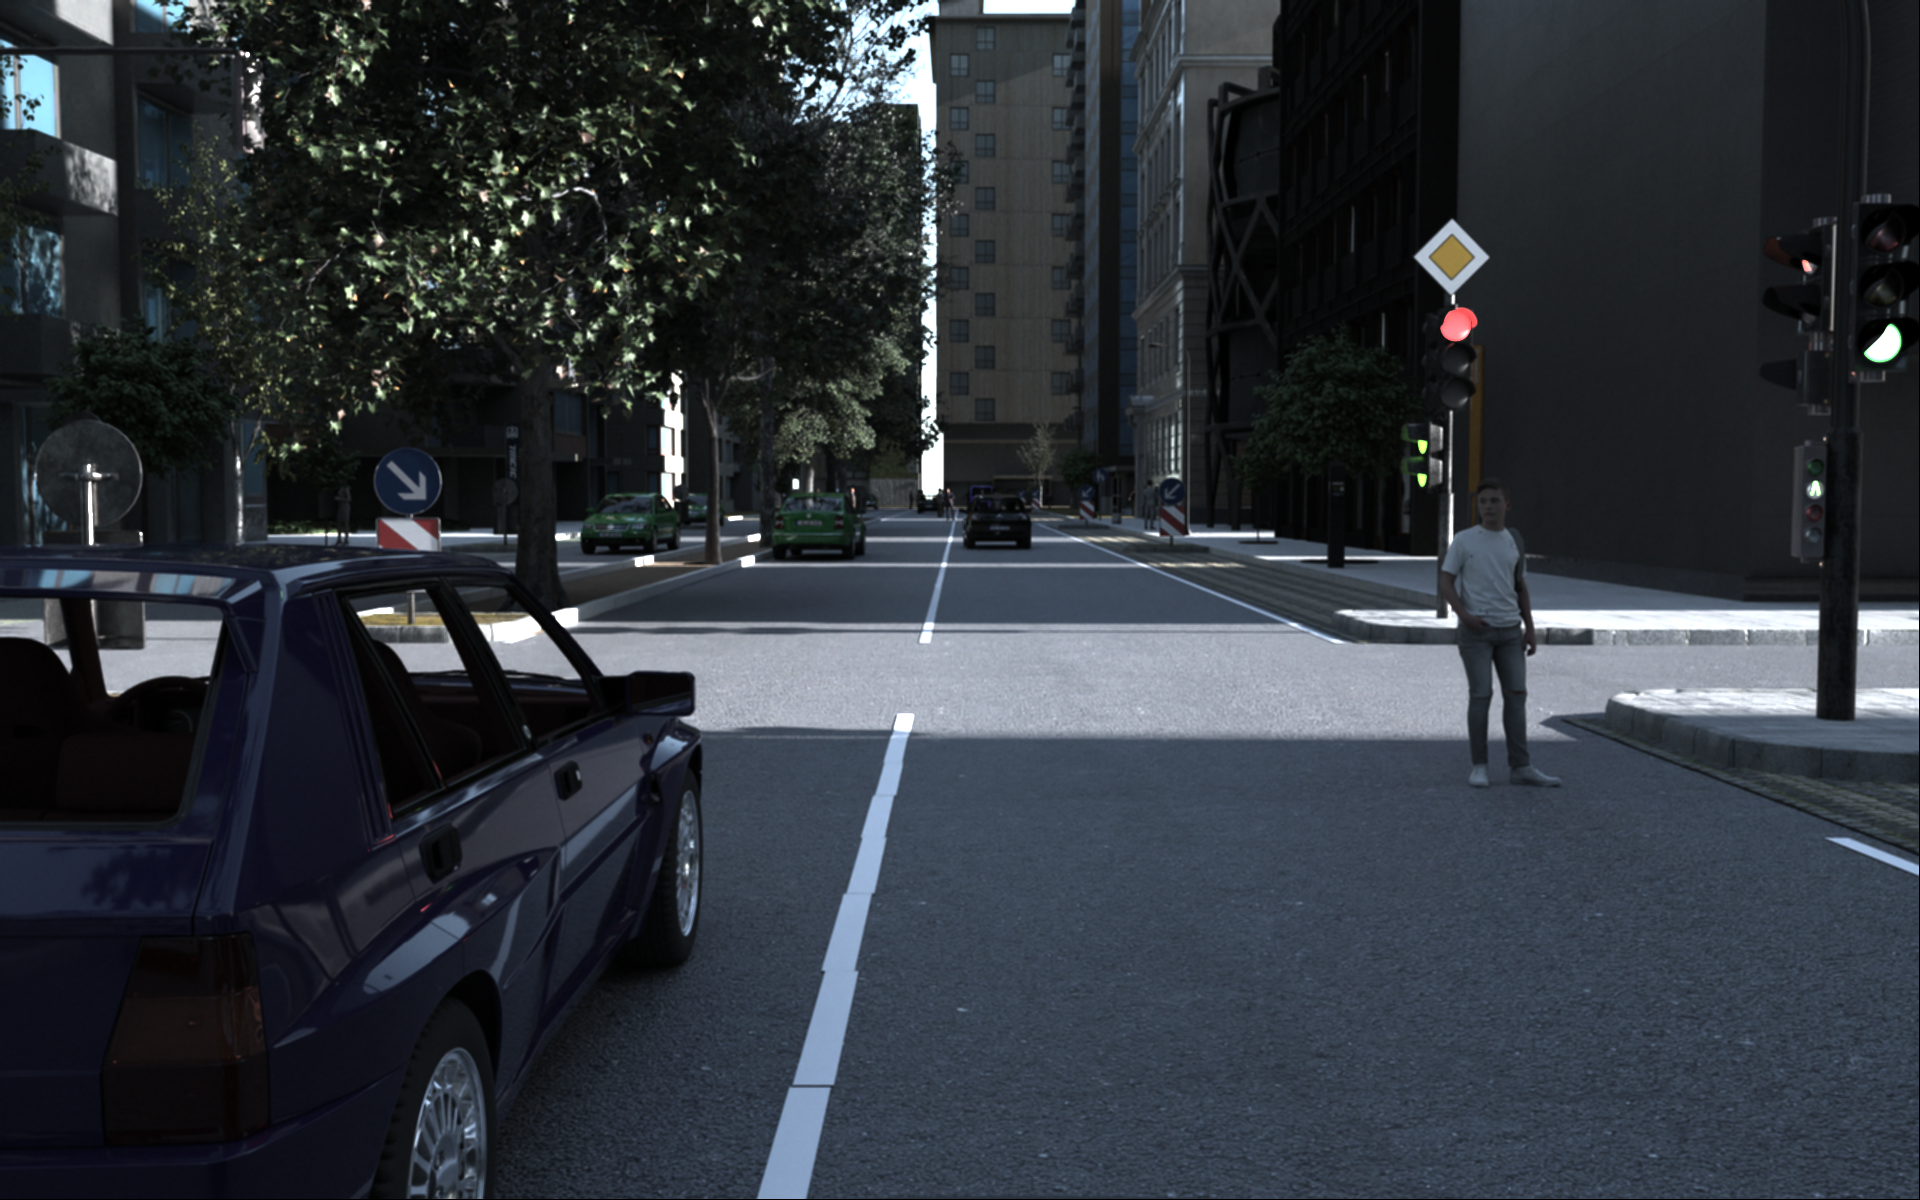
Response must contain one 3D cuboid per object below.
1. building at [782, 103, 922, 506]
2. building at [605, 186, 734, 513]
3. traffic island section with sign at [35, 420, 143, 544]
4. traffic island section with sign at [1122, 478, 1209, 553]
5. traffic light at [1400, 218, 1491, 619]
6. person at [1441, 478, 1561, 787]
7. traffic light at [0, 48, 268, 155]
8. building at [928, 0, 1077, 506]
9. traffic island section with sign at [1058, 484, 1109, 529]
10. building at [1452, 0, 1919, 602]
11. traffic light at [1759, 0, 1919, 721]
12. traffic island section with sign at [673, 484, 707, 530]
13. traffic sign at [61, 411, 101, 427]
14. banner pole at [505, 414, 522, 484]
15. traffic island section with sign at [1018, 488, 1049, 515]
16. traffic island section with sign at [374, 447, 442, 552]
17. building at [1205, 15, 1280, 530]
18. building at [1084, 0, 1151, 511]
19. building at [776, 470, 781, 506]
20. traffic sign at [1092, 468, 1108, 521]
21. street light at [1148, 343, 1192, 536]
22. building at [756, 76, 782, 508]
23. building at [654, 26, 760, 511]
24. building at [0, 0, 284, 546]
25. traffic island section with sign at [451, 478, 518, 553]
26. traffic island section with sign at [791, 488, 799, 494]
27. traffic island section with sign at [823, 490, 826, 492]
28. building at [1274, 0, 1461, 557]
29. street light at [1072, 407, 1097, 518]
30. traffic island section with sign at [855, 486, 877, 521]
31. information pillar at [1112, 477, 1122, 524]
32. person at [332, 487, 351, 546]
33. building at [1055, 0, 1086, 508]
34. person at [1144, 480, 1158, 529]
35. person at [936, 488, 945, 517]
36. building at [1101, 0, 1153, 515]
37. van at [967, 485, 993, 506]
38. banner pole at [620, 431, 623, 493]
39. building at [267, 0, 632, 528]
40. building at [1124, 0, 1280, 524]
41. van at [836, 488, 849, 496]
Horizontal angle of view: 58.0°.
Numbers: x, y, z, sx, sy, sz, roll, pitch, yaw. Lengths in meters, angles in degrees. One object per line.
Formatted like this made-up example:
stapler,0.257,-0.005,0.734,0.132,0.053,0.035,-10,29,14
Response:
building,-11.069,-30.655,184.804,14.086,41.232,14.154,0,3,0
building,-29.852,-16.058,107.595,27.650,21.520,28.899,0,3,0
traffic island section with sign,-5.408,-0.124,10.168,2.006,1.907,1.989,0,3,0
traffic island section with sign,5.050,-2.094,42.862,1.989,1.847,2.006,0,3,0
traffic light,4.985,-1.766,17.791,0.839,4.253,0.868,0,3,0
person,2.651,0.157,8.527,0.503,1.515,0.523,-3,5,-40
traffic light,-9.584,-2.640,17.824,4.771,5.953,1.251,0,3,0
building,10.466,-36.850,191.736,27.495,52.752,28.713,0,3,0
traffic island section with sign,5.076,-3.847,71.532,1.989,1.847,2.006,0,3,0
building,21.219,-14.163,25.080,24.014,27.812,14.314,0,3,0
traffic light,2.886,-2.141,9.667,4.771,5.953,1.251,0,3,0
traffic island section with sign,-11.334,-3.772,70.297,1.989,1.847,2.006,0,3,0
traffic sign,-13.446,-1.617,26.543,0.768,2.556,0.104,1,4,9
banner pole,-13.674,-3.885,53.541,0.863,3.779,0.401,1,4,15
traffic island section with sign,5.124,-6.817,120.084,1.989,1.847,2.006,0,3,0
traffic island section with sign,-5.391,-0.577,17.576,2.006,1.907,1.989,0,3,0
building,17.539,-12.065,64.707,16.820,18.784,16.811,0,3,0
building,16.669,-29.258,128.486,14.600,45.320,14.200,0,3,0
building,-25.444,-30.670,185.054,14.086,41.232,14.154,0,3,0
traffic sign,6.792,-5.118,83.787,0.768,2.556,0.104,0,4,7
street light,6.495,-4.955,53.551,1.470,5.913,1.316,0,3,0
building,-29.814,-34.469,152.805,27.495,52.752,28.713,0,3,0
building,-22.777,-27.208,128.439,14.154,41.232,14.086,0,3,0
building,-28.622,-25.304,33.335,23.786,49.044,30.456,0,3,0
traffic island section with sign,-11.370,-2.100,42.959,1.989,1.847,2.006,0,3,0
traffic island section with sign,-11.295,-6.792,119.684,1.989,1.847,2.006,0,3,0
traffic island section with sign,-11.264,-8.458,146.912,1.989,1.847,2.006,0,3,0
building,15.457,-13.028,42.692,12.332,23.373,15.834,0,3,0
street light,6.637,-7.314,92.131,1.470,5.913,1.316,0,3,0
traffic island section with sign,-5.329,-5.173,92.714,2.006,1.907,1.989,0,3,0
information pillar,6.722,-4.264,74.207,0.304,2.012,0.304,3,4,36
person,-15.141,-2.203,42.396,0.374,1.781,0.599,-3,4,-36
building,20.685,-32.505,151.057,23.786,49.044,30.456,0,3,0
person,6.973,-3.481,63.145,0.511,1.800,0.466,2,4,30
person,-1.215,-6.014,106.826,0.705,1.824,1.348,-2,4,-26
building,25.579,-25.547,109.573,32.217,40.220,23.993,0,3,0
van,1.667,-7.823,132.291,2.240,2.365,5.245,0,4,1
banner pole,-13.510,-4.847,69.262,0.401,3.779,0.863,-1,4,-10
building,-27.236,-25.819,76.773,22.147,44.769,28.867,0,3,0
building,15.627,-18.161,82.835,13.634,28.700,20.117,0,3,0
van,-8.551,-6.968,120.939,2.013,2.044,4.112,0,4,-1
